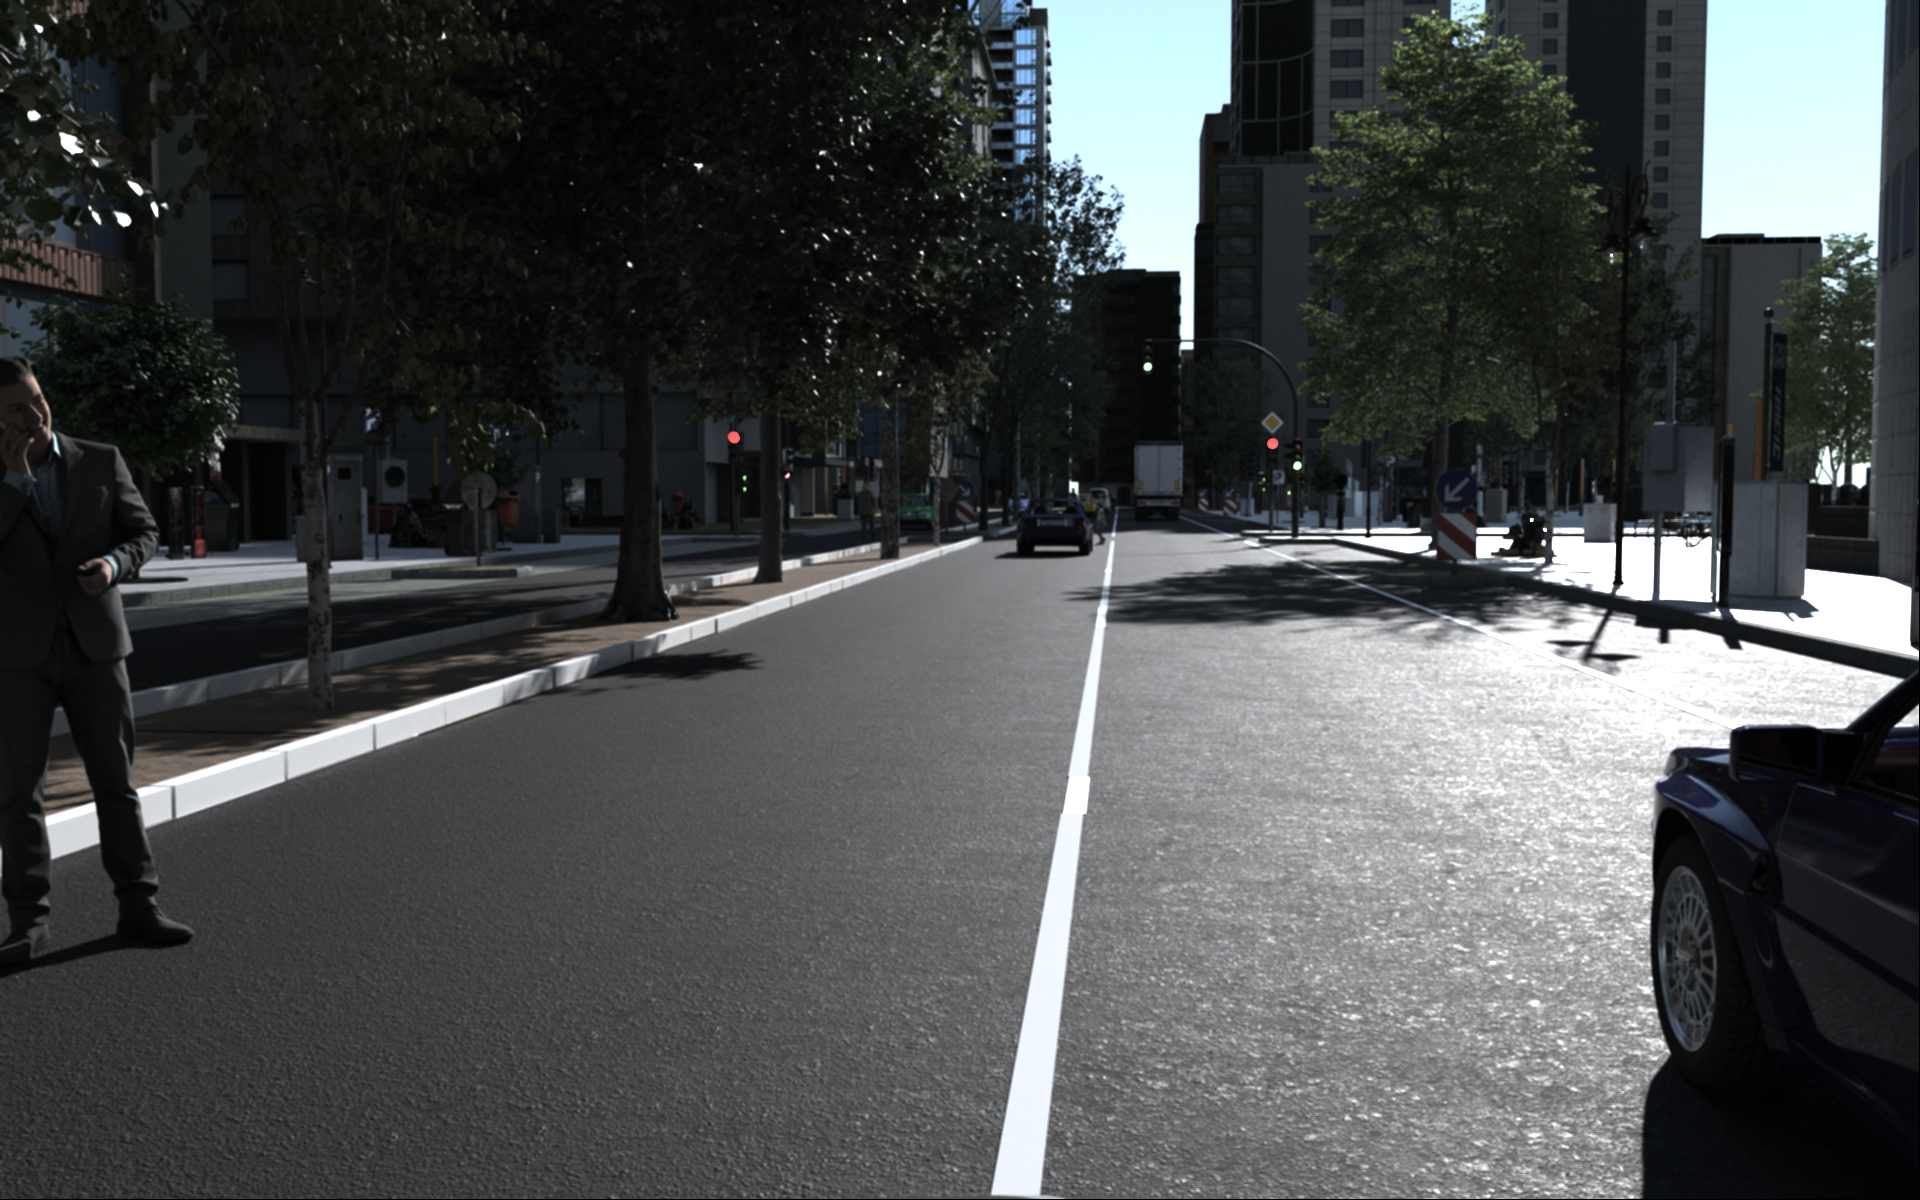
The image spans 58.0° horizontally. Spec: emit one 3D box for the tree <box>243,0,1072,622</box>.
[{"bbox_3d":[-3.622,-6.117,19.476,9.611,12.733,9.660,0,3,0],"label":"tree"}]

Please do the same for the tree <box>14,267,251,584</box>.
[{"bbox_3d":[-12.163,-2.548,25.376,4.285,4.588,4.351,0,3,0],"label":"tree"}]

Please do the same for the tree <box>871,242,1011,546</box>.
[{"bbox_3d":[-0.642,-5.791,47.497,4.360,8.622,3.978,0,3,0],"label":"tree"}]

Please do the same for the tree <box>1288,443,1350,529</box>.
[{"bbox_3d":[13.502,-4.279,64.564,1.663,3.219,1.824,0,3,0],"label":"tree"}]

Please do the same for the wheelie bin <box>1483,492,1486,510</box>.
[{"bbox_3d":[35.663,-6.673,117.006,0.693,1.594,0.980,0,4,3],"label":"wheelie bin"}]

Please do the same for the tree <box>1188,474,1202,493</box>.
[{"bbox_3d":[23.113,-10.507,166.387,1.663,3.219,1.824,0,3,0],"label":"tree"}]

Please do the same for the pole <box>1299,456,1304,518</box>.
[{"bbox_3d":[18.350,-6.063,92.969,0.158,3.312,0.155,0,3,0],"label":"pole"}]

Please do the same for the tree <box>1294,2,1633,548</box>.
[{"bbox_3d":[11.761,-7.493,40.631,7.486,12.596,7.792,0,3,0],"label":"tree"}]

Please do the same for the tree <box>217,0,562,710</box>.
[{"bbox_3d":[-4.230,-3.559,11.014,4.737,8.622,4.395,0,3,0],"label":"tree"}]

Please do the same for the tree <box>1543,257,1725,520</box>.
[{"bbox_3d":[26.519,-8.195,68.395,7.601,10.594,8.767,2,4,31],"label":"tree"}]

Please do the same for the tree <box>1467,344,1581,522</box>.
[{"bbox_3d":[26.035,-7.923,79.906,4.360,8.622,3.978,0,3,0],"label":"tree"}]

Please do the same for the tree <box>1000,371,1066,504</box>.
[{"bbox_3d":[4.040,-8.985,99.731,4.737,8.622,4.395,0,3,0],"label":"tree"}]

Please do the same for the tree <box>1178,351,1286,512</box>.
[{"bbox_3d":[19.577,-12.176,124.839,9.928,11.665,9.643,0,3,0],"label":"tree"}]

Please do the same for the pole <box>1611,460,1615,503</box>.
[{"bbox_3d":[38.190,-6.574,101.324,0.158,3.312,0.155,0,3,0],"label":"pole"}]

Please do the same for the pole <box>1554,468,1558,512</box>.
[{"bbox_3d":[43.540,-8.115,126.519,0.158,3.312,0.155,0,3,0],"label":"pole"}]

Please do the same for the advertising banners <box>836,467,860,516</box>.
[{"bbox_3d":[-6.429,-6.324,99.588,0.090,3.025,2.074,3,5,41],"label":"advertising banners"}]

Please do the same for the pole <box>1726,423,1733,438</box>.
[{"bbox_3d":[22.069,-3.420,49.757,0.158,3.312,0.155,0,3,0],"label":"pole"}]

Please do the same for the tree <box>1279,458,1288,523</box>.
[{"bbox_3d":[15.189,-5.114,78.212,1.663,3.219,1.824,0,3,0],"label":"tree"}]

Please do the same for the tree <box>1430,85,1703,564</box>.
[{"bbox_3d":[10.906,-4.965,31.535,4.737,8.622,4.395,0,3,0],"label":"tree"}]

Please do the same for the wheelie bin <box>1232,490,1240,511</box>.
[{"bbox_3d":[20.811,-7.551,131.359,0.980,1.594,0.693,3,5,40],"label":"wheelie bin"}]

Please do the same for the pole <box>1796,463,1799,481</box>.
[{"bbox_3d":[55.787,-7.433,115.376,0.158,3.312,0.155,0,3,0],"label":"pole"}]

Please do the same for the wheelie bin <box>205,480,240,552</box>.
[{"bbox_3d":[-16.536,-1.882,38.685,0.693,1.594,0.980,0,4,-4],"label":"wheelie bin"}]

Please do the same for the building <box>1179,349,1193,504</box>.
[{"bbox_3d":[43.935,-23.588,230.710,28.899,21.520,27.650,0,4,5],"label":"building"}]

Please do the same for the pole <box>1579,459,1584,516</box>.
[{"bbox_3d":[36.057,-6.521,100.466,0.158,3.312,0.155,0,3,0],"label":"pole"}]

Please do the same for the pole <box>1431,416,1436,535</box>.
[{"bbox_3d":[12.522,-3.161,45.530,0.158,3.312,0.155,0,3,0],"label":"pole"}]

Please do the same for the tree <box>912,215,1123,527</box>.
[{"bbox_3d":[2.033,-9.976,75.929,12.009,13.543,11.850,0,3,0],"label":"tree"}]

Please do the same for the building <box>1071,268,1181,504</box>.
[{"bbox_3d":[21.462,-27.731,225.102,14.107,30.474,14.160,0,4,5],"label":"building"}]

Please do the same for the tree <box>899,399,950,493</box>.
[{"bbox_3d":[-2.797,-10.860,127.931,4.737,8.622,4.395,0,3,0],"label":"tree"}]

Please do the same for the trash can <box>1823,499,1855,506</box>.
[{"bbox_3d":[20.847,-1.825,41.492,0.748,1.137,0.748,0,3,0],"label":"trash can"}]

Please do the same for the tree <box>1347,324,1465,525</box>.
[{"bbox_3d":[17.473,-7.377,70.983,4.360,8.622,3.978,0,3,0],"label":"tree"}]

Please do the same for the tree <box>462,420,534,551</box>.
[{"bbox_3d":[-10.698,-2.724,39.141,1.663,3.219,1.824,0,3,0],"label":"tree"}]

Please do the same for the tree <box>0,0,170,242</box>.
[{"bbox_3d":[-4.859,-5.773,3.495,9.857,13.997,8.962,0,3,0],"label":"tree"}]

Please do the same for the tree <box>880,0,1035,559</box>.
[{"bbox_3d":[-2.682,-11.032,38.726,12.611,20.169,13.585,0,3,0],"label":"tree"}]

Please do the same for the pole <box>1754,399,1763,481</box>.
[{"bbox_3d":[17.116,-2.647,37.124,0.158,3.312,0.155,0,3,0],"label":"pole"}]

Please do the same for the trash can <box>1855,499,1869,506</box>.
[{"bbox_3d":[26.010,-2.323,49.637,0.748,1.137,0.748,0,3,0],"label":"trash can"}]

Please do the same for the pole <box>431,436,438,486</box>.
[{"bbox_3d":[-18.606,-4.132,61.404,0.158,3.312,0.155,0,3,0],"label":"pole"}]

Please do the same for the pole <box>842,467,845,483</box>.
[{"bbox_3d":[-7.480,-7.176,111.167,0.158,3.312,0.155,0,3,0],"label":"pole"}]

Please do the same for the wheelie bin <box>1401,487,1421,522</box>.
[{"bbox_3d":[20.581,-4.362,79.229,0.980,1.594,0.693,-2,4,-27],"label":"wheelie bin"}]

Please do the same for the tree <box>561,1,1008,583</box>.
[{"bbox_3d":[-3.142,-6.576,28.105,7.486,12.596,7.792,0,3,0],"label":"tree"}]

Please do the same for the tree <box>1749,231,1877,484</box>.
[{"bbox_3d":[38.670,-9.625,75.503,7.486,12.596,7.792,0,3,0],"label":"tree"}]

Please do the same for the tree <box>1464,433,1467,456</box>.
[{"bbox_3d":[24.899,-8.674,92.188,4.360,8.622,3.978,0,3,0],"label":"tree"}]

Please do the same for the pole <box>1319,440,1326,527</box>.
[{"bbox_3d":[13.775,-4.401,65.803,0.158,3.312,0.155,0,3,0],"label":"pole"}]

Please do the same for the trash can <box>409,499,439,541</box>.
[{"bbox_3d":[-14.250,-2.106,46.081,0.748,1.137,0.748,0,3,0],"label":"trash can"}]

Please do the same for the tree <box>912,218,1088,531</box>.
[{"bbox_3d":[0.970,-8.335,64.485,9.928,11.665,9.643,0,3,0],"label":"tree"}]

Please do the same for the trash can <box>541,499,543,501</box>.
[{"bbox_3d":[-12.220,-2.300,49.254,0.748,1.137,0.748,0,3,0],"label":"trash can"}]

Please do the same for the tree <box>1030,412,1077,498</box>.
[{"bbox_3d":[6.639,-10.645,126.872,4.360,8.622,3.978,0,3,0],"label":"tree"}]

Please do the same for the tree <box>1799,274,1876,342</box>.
[{"bbox_3d":[29.745,-6.642,58.951,4.737,8.622,4.395,0,3,0],"label":"tree"}]

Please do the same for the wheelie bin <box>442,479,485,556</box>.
[{"bbox_3d":[-10.260,-1.709,35.852,0.980,1.594,0.693,2,4,33],"label":"wheelie bin"}]

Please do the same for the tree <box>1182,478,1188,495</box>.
[{"bbox_3d":[25.821,-12.649,201.418,1.663,3.219,1.824,0,3,0],"label":"tree"}]

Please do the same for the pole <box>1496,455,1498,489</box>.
[{"bbox_3d":[28.256,-5.942,90.995,0.158,3.312,0.155,0,3,0],"label":"pole"}]

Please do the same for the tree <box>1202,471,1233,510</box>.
[{"bbox_3d":[21.452,-9.062,142.757,1.663,3.219,1.824,0,3,0],"label":"tree"}]

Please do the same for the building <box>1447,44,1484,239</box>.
[{"bbox_3d":[73.269,-41.646,222.909,28.212,58.520,21.231,0,4,5],"label":"building"}]

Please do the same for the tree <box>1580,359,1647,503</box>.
[{"bbox_3d":[33.097,-8.521,89.676,4.360,8.622,3.978,0,3,0],"label":"tree"}]

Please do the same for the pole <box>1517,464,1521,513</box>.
[{"bbox_3d":[41.117,-8.165,127.340,0.158,3.312,0.155,0,3,0],"label":"pole"}]

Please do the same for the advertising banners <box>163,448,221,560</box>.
[{"bbox_3d":[-15.216,-2.342,34.483,0.090,3.025,2.074,0,4,8],"label":"advertising banners"}]

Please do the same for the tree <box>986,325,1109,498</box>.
[{"bbox_3d":[5.860,-12.871,119.555,9.857,13.997,8.962,0,3,0],"label":"tree"}]

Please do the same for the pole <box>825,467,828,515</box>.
[{"bbox_3d":[-8.208,-6.887,106.451,0.158,3.312,0.155,0,3,0],"label":"pole"}]

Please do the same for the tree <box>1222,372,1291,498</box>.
[{"bbox_3d":[17.826,-9.488,105.494,4.360,8.622,3.978,0,3,0],"label":"tree"}]

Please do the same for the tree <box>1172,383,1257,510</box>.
[{"bbox_3d":[20.082,-12.363,136.541,7.601,10.594,8.767,0,4,-5],"label":"tree"}]
